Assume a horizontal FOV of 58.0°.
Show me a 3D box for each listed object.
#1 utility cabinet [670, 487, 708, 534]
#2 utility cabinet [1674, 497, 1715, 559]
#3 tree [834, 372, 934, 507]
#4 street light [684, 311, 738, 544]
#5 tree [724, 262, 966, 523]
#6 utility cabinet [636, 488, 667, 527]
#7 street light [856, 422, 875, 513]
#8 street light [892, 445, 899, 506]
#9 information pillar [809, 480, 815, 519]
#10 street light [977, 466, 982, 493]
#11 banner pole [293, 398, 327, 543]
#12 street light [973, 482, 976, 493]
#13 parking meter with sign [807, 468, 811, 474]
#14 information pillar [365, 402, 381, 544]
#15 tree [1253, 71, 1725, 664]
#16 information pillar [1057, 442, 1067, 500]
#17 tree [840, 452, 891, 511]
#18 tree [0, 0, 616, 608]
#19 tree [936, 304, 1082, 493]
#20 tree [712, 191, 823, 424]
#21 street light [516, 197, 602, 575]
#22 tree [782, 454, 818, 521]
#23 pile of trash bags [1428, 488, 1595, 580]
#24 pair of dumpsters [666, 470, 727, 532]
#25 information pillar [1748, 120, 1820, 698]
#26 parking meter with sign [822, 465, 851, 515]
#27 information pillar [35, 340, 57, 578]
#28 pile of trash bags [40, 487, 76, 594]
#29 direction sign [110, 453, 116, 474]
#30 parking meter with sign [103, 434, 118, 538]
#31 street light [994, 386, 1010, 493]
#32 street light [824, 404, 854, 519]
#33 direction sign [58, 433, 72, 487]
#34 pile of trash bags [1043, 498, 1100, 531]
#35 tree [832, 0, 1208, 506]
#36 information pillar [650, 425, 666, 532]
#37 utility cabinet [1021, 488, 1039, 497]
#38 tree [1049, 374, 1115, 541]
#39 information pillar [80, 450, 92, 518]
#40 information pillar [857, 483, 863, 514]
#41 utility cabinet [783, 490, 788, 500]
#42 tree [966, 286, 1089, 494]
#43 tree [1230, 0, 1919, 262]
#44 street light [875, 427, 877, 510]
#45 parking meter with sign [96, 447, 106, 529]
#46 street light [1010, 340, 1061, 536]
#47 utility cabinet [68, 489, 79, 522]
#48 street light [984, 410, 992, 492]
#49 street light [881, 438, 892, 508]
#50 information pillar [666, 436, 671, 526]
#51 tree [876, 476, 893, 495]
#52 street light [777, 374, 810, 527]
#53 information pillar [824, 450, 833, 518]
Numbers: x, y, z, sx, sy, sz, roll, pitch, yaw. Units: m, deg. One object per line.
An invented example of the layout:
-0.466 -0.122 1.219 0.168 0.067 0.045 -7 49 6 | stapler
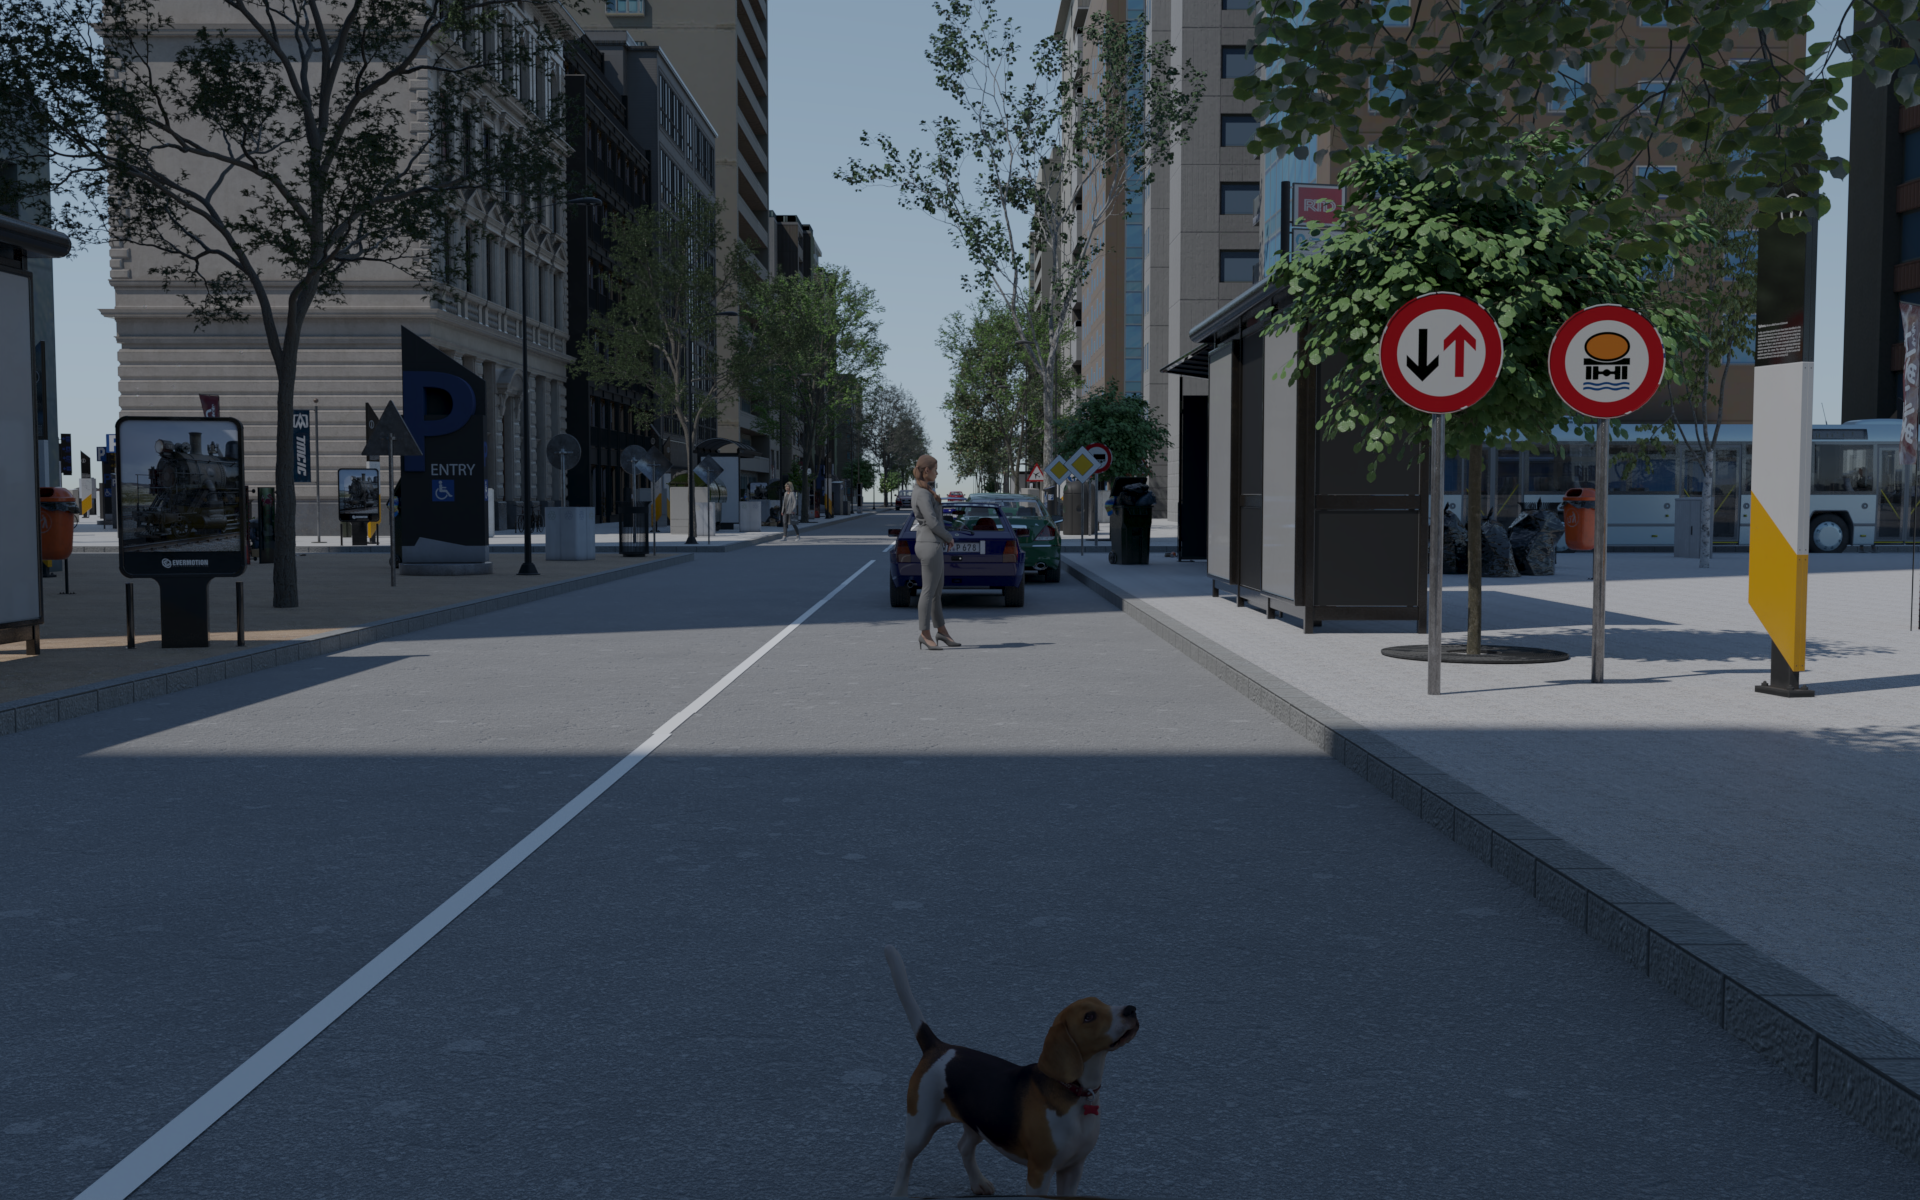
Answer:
-8.632 -2.846 55.216 1.173 1.500 0.318 -1 4 -12 | utility cabinet
14.769 -1.451 34.887 0.306 1.237 1.020 0 4 -6 | utility cabinet
-7.667 -16.178 174.885 12.009 13.543 11.850 0 3 0 | tree
-6.334 -4.380 44.153 1.470 5.913 1.316 0 4 0 | street light
-6.742 -9.231 76.687 9.928 11.665 9.643 0 3 0 | tree
-11.921 -3.563 66.939 1.173 1.500 0.318 -3 4 -38 | utility cabinet
-6.414 -8.496 111.451 1.470 5.913 1.316 0 4 0 | street light
-6.599 -11.718 164.133 1.470 5.913 1.316 0 4 0 | street light
-7.529 -5.101 87.896 0.304 2.012 0.304 0 4 -6 | information pillar
2.116 -9.577 129.127 1.470 5.913 1.316 0 4 0 | street light
-17.047 -3.381 45.295 0.863 3.779 0.401 -1 4 -16 | banner pole
1.870 -13.595 194.818 1.470 5.913 1.316 0 4 0 | street light
-9.561 -7.422 117.616 1.738 3.016 0.543 -3 5 -43 | parking meter with sign
-15.037 -3.243 44.370 0.183 3.616 0.504 1 4 14 | information pillar
4.042 -1.833 13.681 4.285 4.588 4.351 0 3 0 | tree
4.510 -5.259 77.340 0.504 3.616 0.183 2 4 29 | information pillar
-7.682 -9.240 134.782 4.285 4.588 4.351 0 3 0 | tree
-7.671 -5.172 18.981 8.767 10.594 7.601 0 4 -1 | tree
2.832 -11.480 104.708 9.611 12.733 9.660 0 3 0 | tree
-7.755 -7.128 50.960 8.767 10.594 7.601 1 4 15 | tree
-6.305 -3.348 27.278 1.470 5.913 1.316 0 4 0 | street light
-7.904 -5.414 83.118 1.663 3.219 1.824 0 3 0 | tree
8.723 -1.062 27.122 1.912 1.369 3.447 -2 4 -24 | pile of trash bags
-8.826 -3.398 58.047 1.574 2.255 4.437 0 4 0 | pair of dumpsters
5.255 -1.204 11.046 0.183 3.616 0.504 -1 4 -11 | information pillar
-7.457 -6.652 105.015 1.738 3.016 0.543 2 4 27 | parking meter with sign
-14.187 -2.153 26.555 0.504 3.616 0.183 1 4 15 | information pillar
-12.877 -0.757 22.128 3.447 1.369 1.912 0 4 8 | pile of trash bags
-33.411 -4.714 69.067 0.876 3.537 0.379 0 4 -6 | direction sign
-24.519 -3.351 51.042 0.543 3.016 1.738 0 4 -6 | parking meter with sign
2.292 -6.222 74.275 1.470 5.913 1.316 0 4 0 | street light
-6.280 -7.139 89.262 1.470 5.913 1.316 0 4 0 | street light
-33.583 -4.439 64.578 0.876 3.537 0.379 -2 4 -34 | direction sign
4.465 -3.107 60.550 3.447 1.369 1.912 0 4 4 | pile of trash bags
2.042 -12.781 64.866 12.611 20.169 13.585 0 3 0 | tree
-10.238 -4.095 58.300 0.504 3.616 0.183 3 5 43 | information pillar
2.717 -3.554 66.782 0.318 1.500 1.173 2 4 23 | utility cabinet
4.227 -3.906 47.570 4.285 4.588 4.351 0 3 0 | tree
-46.600 -6.177 92.345 0.504 3.616 0.183 -1 4 -19 | information pillar
-6.583 -6.685 113.785 0.304 2.012 0.304 1 4 11 | information pillar
-7.925 -4.306 79.079 0.318 1.500 1.173 -1 4 -21 | utility cabinet
2.765 -9.920 87.944 9.928 11.665 9.643 0 3 0 | tree
4.008 -5.313 4.992 7.486 12.596 7.792 0 3 0 | tree
-6.493 -9.040 120.344 1.470 5.913 1.316 0 4 0 | street light
-31.045 -4.160 64.273 0.543 3.016 1.738 2 4 28 | parking meter with sign
2.355 -4.887 52.446 1.470 5.913 1.316 0 4 0 | street light
-40.111 -4.228 77.809 1.173 1.500 0.318 2 4 27 | utility cabinet
2.148 -7.556 96.087 1.470 5.913 1.316 0 4 0 | street light
-6.532 -10.384 142.321 1.470 5.913 1.316 0 4 0 | street light
-11.861 -4.815 70.080 0.183 3.616 0.504 2 4 25 | information pillar
-7.398 -10.490 166.119 1.663 3.219 1.824 0 3 0 | tree
-6.373 -5.772 66.916 1.470 5.913 1.316 0 4 0 | street light
-6.966 -6.128 91.549 0.183 3.616 0.504 2 4 35 | information pillar
